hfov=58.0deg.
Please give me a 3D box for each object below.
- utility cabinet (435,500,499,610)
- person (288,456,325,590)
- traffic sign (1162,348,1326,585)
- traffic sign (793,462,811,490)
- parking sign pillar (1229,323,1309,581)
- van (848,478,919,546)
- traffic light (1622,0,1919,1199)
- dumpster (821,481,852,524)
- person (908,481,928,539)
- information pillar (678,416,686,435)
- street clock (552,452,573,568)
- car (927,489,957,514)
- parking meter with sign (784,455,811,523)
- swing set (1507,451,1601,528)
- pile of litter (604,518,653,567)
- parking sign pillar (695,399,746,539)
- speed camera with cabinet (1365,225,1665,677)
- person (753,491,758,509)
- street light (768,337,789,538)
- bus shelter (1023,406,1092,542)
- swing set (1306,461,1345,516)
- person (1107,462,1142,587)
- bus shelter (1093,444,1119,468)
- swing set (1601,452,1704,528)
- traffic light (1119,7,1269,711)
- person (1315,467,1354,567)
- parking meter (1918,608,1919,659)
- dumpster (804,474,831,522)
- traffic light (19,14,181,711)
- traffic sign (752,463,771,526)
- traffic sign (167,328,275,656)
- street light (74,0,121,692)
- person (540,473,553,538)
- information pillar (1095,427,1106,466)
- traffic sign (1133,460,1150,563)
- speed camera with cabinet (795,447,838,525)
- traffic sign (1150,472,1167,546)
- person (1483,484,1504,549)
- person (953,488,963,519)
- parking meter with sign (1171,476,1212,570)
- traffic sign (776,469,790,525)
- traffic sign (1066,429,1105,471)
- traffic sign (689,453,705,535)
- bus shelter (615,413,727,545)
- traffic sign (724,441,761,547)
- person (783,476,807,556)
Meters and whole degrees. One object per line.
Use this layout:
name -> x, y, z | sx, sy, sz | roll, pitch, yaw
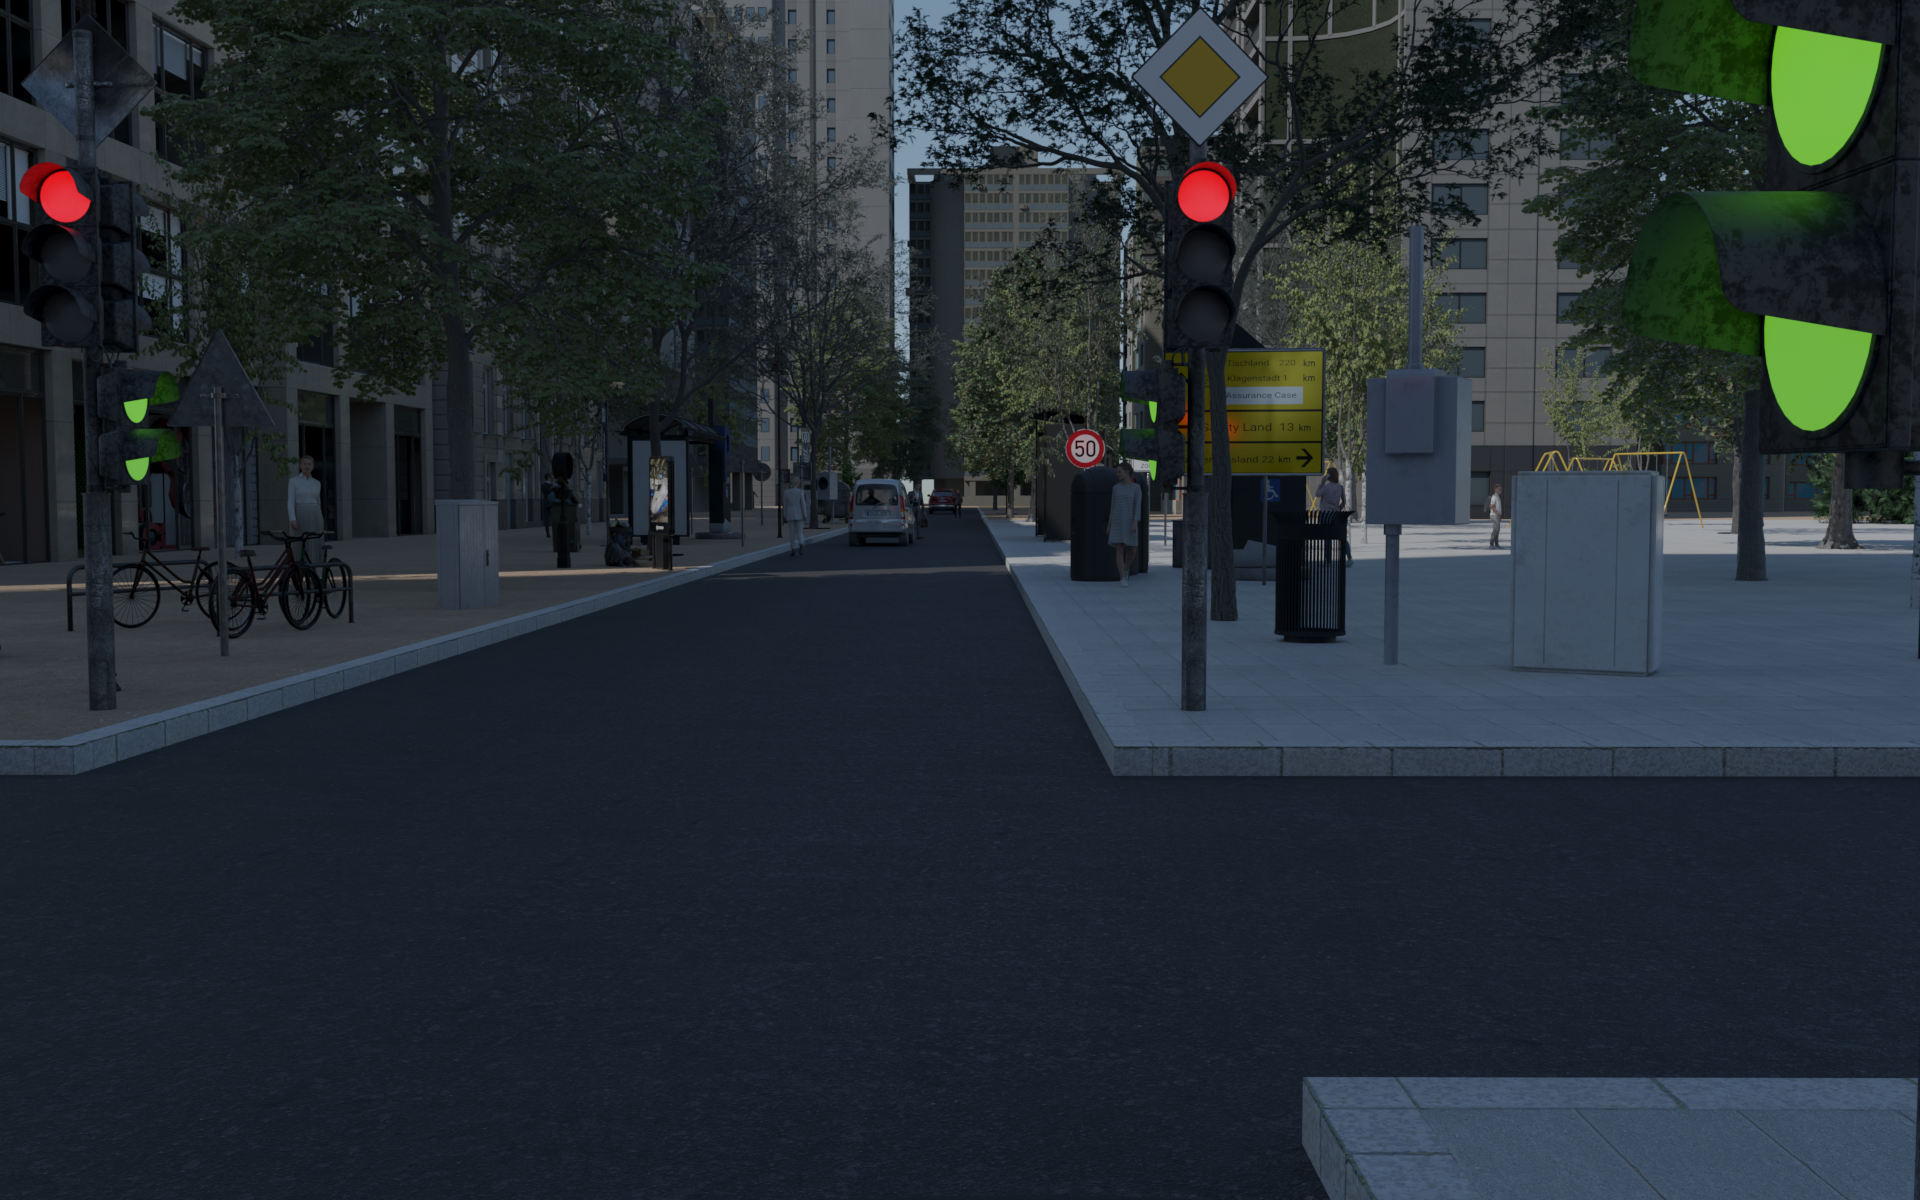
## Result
utility cabinet -> -5.563, -0.517, 19.619 | 0.306, 1.237, 1.020 | 1, 4, 9
person -> -8.838, -1.046, 23.366 | 0.478, 1.798, 0.641 | -2, 4, -30
traffic sign -> 3.959, -1.860, 24.292 | 2.265, 3.308, 0.079 | 0, 4, 7
traffic sign -> -5.077, -3.276, 55.688 | 0.606, 2.300, 0.079 | 1, 4, 9
parking sign pillar -> 4.567, -2.301, 26.093 | 1.447, 3.967, 1.447 | -1, 4, -22
van -> -2.200, -2.575, 49.114 | 2.013, 2.044, 4.112 | 0, 4, 2
traffic light -> 1.327, -0.812, 2.197 | 0.839, 4.253, 0.868 | 0, 4, 0
dumpster -> -5.413, -4.287, 75.858 | 1.264, 1.857, 1.865 | 0, 3, 0
person -> -1.438, -2.864, 55.299 | 0.622, 1.834, 0.822 | -3, 4, -38
information pillar -> -8.332, -3.715, 52.089 | 0.183, 3.616, 0.504 | -2, 4, -30
street clock -> -6.879, -1.557, 30.020 | 0.358, 2.002, 0.471 | 0, 4, 6
car -> -1.228, -7.080, 124.438 | 2.281, 1.827, 5.304 | 0, 3, 0
parking meter with sign -> -7.286, -4.933, 76.916 | 0.543, 3.016, 1.738 | 2, 4, 26
swing set -> 21.856, -4.061, 64.025 | 2.862, 2.851, 3.119 | 1, 4, 13
pile of litter -> -5.870, -1.055, 31.216 | 1.176, 0.858, 1.719 | 1, 4, 8
parking sign pillar -> -6.880, -3.739, 49.603 | 1.447, 3.967, 1.447 | 0, 4, 2
speed camera with cabinet -> 4.068, -1.125, 12.727 | 2.038, 3.252, 0.660 | 2, 4, 28
person -> -18.410, -8.996, 153.271 | 1.348, 1.807, 0.705 | -3, 5, -41
street light -> -5.270, -4.751, 50.471 | 0.468, 5.910, 1.993 | 0, 4, 0
bus shelter -> 2.750, -3.535, 49.085 | 1.731, 3.624, 6.357 | 0, 4, 0
swing set -> 16.993, -5.257, 83.565 | 2.862, 2.851, 3.119 | -2, 4, -24
person -> 2.278, -1.060, 24.129 | 0.466, 1.731, 0.760 | 0, 4, -4
bus shelter -> 5.017, -4.559, 68.463 | 2.014, 3.302, 5.546 | 0, 4, 0
swing set -> 26.041, -4.138, 65.271 | 2.862, 2.851, 3.119 | -2, 4, -34
traffic light -> 1.371, -1.300, 10.182 | 0.839, 4.253, 0.868 | 0, 4, 0
person -> 6.594, -1.451, 30.353 | 0.593, 1.750, 0.643 | -2, 4, -26
parking meter -> 7.636, -0.304, 13.377 | 0.372, 1.533, 0.369 | 0, 3, 0
dumpster -> -6.561, -4.763, 80.371 | 1.502, 2.255, 1.985 | 0, 4, 0
traffic light -> -5.091, -1.302, 10.201 | 0.839, 4.253, 0.868 | 0, 4, 0
traffic sign -> -8.042, -4.290, 70.244 | 0.768, 2.556, 0.104 | 0, 4, 5
traffic sign -> -5.817, -0.833, 13.627 | 0.884, 2.594, 0.081 | 0, 4, 6
street light -> -5.556, -2.343, 11.089 | 0.468, 5.910, 1.993 | 0, 4, 0
person -> -12.015, -2.787, 50.974 | 0.648, 1.900, 0.474 | 1, 4, 23
information pillar -> 4.978, -4.268, 61.131 | 0.183, 3.616, 0.504 | -3, 5, -39
traffic sign -> 3.516, -1.849, 32.365 | 0.606, 2.300, 0.079 | 0, 4, 2
speed camera with cabinet -> -6.105, -4.782, 72.526 | 2.038, 3.252, 0.660 | 2, 4, 33
traffic sign -> 5.086, -2.619, 42.831 | 0.884, 2.594, 0.081 | 0, 4, 4
person -> 12.476, -1.937, 40.315 | 0.523, 1.515, 0.503 | 0, 4, -4
person -> -0.104, -5.621, 100.930 | 0.617, 1.759, 0.750 | 0, 4, -6
parking meter with sign -> 4.321, -2.031, 29.474 | 0.543, 3.016, 1.738 | -3, 4, -37
traffic sign -> -7.235, -4.197, 70.746 | 0.606, 2.300, 0.079 | 0, 4, 6
traffic sign -> 2.452, -2.071, 33.974 | 0.768, 2.556, 0.104 | 0, 4, 3
traffic sign -> -8.482, -3.349, 54.759 | 0.884, 2.594, 0.081 | 0, 4, 7
bus shelter -> -7.574, -3.184, 45.983 | 2.014, 3.302, 5.546 | 0, 4, 0
traffic sign -> -5.296, -2.579, 42.174 | 0.884, 2.594, 0.081 | 0, 4, 1
person -> -3.784, -1.923, 39.824 | 0.514, 1.842, 0.818 | -1, 4, -13
